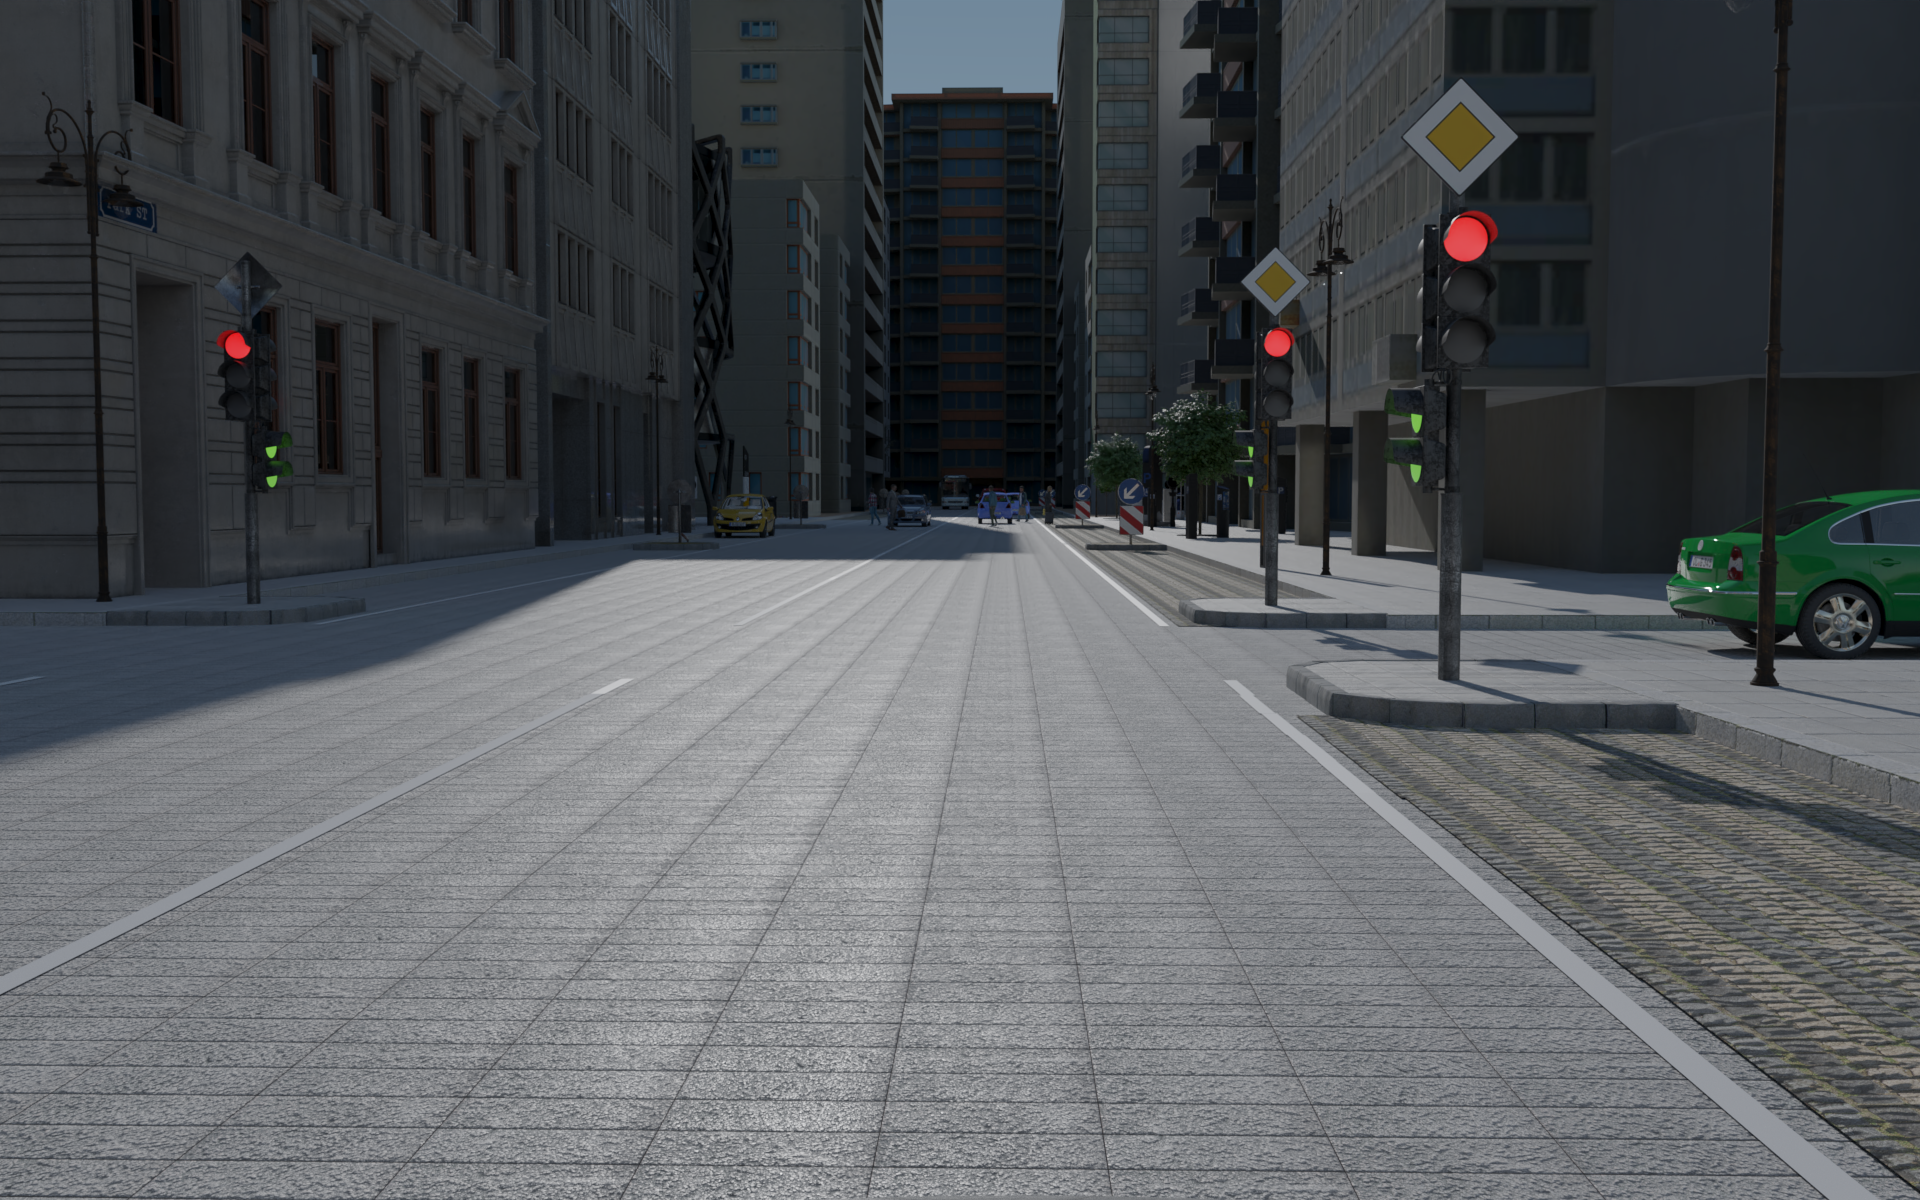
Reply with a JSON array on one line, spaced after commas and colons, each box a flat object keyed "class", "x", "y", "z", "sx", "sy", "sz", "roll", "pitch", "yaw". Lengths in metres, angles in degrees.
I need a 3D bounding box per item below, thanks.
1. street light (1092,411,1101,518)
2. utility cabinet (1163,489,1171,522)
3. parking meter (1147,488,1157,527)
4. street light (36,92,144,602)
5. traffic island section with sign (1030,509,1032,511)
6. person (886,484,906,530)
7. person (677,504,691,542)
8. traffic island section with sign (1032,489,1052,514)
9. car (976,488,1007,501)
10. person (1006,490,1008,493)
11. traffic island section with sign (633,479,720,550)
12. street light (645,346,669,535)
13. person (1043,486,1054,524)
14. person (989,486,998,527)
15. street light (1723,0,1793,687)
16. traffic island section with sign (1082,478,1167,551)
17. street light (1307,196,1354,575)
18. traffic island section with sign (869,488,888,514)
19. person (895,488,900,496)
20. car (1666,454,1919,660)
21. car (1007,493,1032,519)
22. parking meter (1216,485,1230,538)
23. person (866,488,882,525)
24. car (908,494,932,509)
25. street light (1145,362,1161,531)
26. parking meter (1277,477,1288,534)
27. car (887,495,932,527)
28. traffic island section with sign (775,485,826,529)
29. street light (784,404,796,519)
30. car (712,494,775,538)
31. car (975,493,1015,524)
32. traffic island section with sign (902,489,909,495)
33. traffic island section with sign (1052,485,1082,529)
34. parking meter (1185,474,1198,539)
[{"class": "street light", "x": 7.456, "y": -7.448, "z": 94.564, "sx": 0.468, "sy": 5.910, "sz": 1.993, "roll": 0, "pitch": 4, "yaw": 1}, {"class": "utility cabinet", "x": 8.515, "y": -3.815, "z": 71.061, "sx": 0.318, "sy": 1.500, "sz": 1.173, "roll": 0, "pitch": 4, "yaw": 5}, {"class": "parking meter", "x": 7.508, "y": -3.620, "z": 67.594, "sx": 0.372, "sy": 1.533, "sz": 0.369, "roll": 0, "pitch": 3, "yaw": 0}, {"class": "street light", "x": -10.208, "y": -2.917, "z": 20.482, "sx": 0.468, "sy": 5.910, "sz": 1.993, "roll": 0, "pitch": 4, "yaw": 1}, {"class": "traffic island section with sign", "x": 6.949, "y": -8.562, "z": 148.623, "sx": 1.989, "sy": 1.847, "sz": 2.006, "roll": 0, "pitch": 4, "yaw": 1}, {"class": "person", "x": -2.617, "y": -3.652, "z": 68.330, "sx": 0.853, "sy": 1.813, "sz": 0.709, "roll": 2, "pitch": 4, "yaw": 26}, {"class": "person", "x": -7.563, "y": -2.041, "z": 46.886, "sx": 0.505, "sy": 1.210, "sz": 0.382, "roll": -3, "pitch": 5, "yaw": -45}, {"class": "traffic island section with sign", "x": 6.243, "y": -6.914, "z": 121.677, "sx": 1.989, "sy": 1.847, "sz": 2.006, "roll": 0, "pitch": 4, "yaw": 1}, {"class": "car", "x": 2.161, "y": -6.273, "z": 111.233, "sx": 2.281, "sy": 1.827, "sz": 5.304, "roll": 0, "pitch": 4, "yaw": 0}, {"class": "person", "x": 4.028, "y": -8.548, "z": 148.284, "sx": 1.348, "sy": 1.821, "sz": 0.705, "roll": 2, "pitch": 4, "yaw": 34}, {"class": "traffic island section with sign", "x": -7.320, "y": -2.225, "z": 45.000, "sx": 1.989, "sy": 1.847, "sz": 2.006, "roll": 0, "pitch": 4, "yaw": 1}, {"class": "street light", "x": -9.447, "y": -4.975, "z": 54.121, "sx": 0.468, "sy": 5.910, "sz": 1.993, "roll": 0, "pitch": 4, "yaw": 1}, {"class": "person", "x": 4.172, "y": -4.486, "z": 82.067, "sx": 0.699, "sy": 1.804, "sz": 1.509, "roll": 1, "pitch": 4, "yaw": 11}, {"class": "person", "x": 1.432, "y": -4.054, "z": 75.129, "sx": 0.444, "sy": 1.785, "sz": 0.601, "roll": 3, "pitch": 5, "yaw": 42}, {"class": "street light", "x": 5.399, "y": -2.364, "z": 11.445, "sx": 0.468, "sy": 5.910, "sz": 1.993, "roll": 0, "pitch": 4, "yaw": 1}, {"class": "traffic island section with sign", "x": 4.241, "y": -2.197, "z": 44.547, "sx": 1.989, "sy": 1.847, "sz": 2.006, "roll": 0, "pitch": 4, "yaw": 1}, {"class": "street light", "x": 5.796, "y": -3.332, "z": 27.260, "sx": 0.468, "sy": 5.910, "sz": 1.993, "roll": 0, "pitch": 4, "yaw": 1}, {"class": "traffic island section with sign", "x": -5.319, "y": -6.933, "z": 121.985, "sx": 1.989, "sy": 1.847, "sz": 2.006, "roll": 0, "pitch": 4, "yaw": 1}, {"class": "person", "x": -4.428, "y": -6.828, "z": 120.151, "sx": 1.348, "sy": 1.823, "sz": 0.705, "roll": -1, "pitch": 4, "yaw": -12}, {"class": "car", "x": 8.959, "y": -0.420, "z": 15.657, "sx": 4.718, "sy": 1.807, "sz": 1.959, "roll": 0, "pitch": 4, "yaw": 2}, {"class": "car", "x": 3.229, "y": -5.600, "z": 101.150, "sx": 1.945, "sy": 1.707, "sz": 3.694, "roll": 0, "pitch": 4, "yaw": 3}, {"class": "parking meter", "x": 7.719, "y": -2.595, "z": 50.844, "sx": 0.372, "sy": 1.533, "sz": 0.369, "roll": 0, "pitch": 3, "yaw": 0}, {"class": "person", "x": -3.949, "y": -4.267, "z": 79.101, "sx": 0.643, "sy": 1.720, "sz": 0.563, "roll": 2, "pitch": 4, "yaw": 29}, {"class": "car", "x": -2.689, "y": -5.832, "z": 105.139, "sx": 2.009, "sy": 1.686, "sz": 4.222, "roll": 0, "pitch": 4, "yaw": 1}, {"class": "street light", "x": 6.742, "y": -5.376, "z": 60.688, "sx": 0.468, "sy": 5.910, "sz": 1.993, "roll": 0, "pitch": 4, "yaw": 1}, {"class": "parking meter", "x": 10.347, "y": -3.063, "z": 55.795, "sx": 0.399, "sy": 1.863, "sz": 0.255, "roll": 1, "pitch": 4, "yaw": 13}, {"class": "car", "x": -2.237, "y": -3.987, "z": 77.187, "sx": 2.014, "sy": 1.417, "sz": 4.499, "roll": 0, "pitch": 4, "yaw": 2}, {"class": "traffic island section with sign", "x": -6.609, "y": -3.884, "z": 72.139, "sx": 1.989, "sy": 1.847, "sz": 2.006, "roll": 0, "pitch": 4, "yaw": 1}, {"class": "street light", "x": -8.578, "y": -7.019, "z": 87.551, "sx": 0.468, "sy": 5.910, "sz": 1.993, "roll": 0, "pitch": 4, "yaw": 1}, {"class": "car", "x": -7.179, "y": -2.909, "z": 57.793, "sx": 2.015, "sy": 1.641, "sz": 3.980, "roll": 0, "pitch": 3, "yaw": 0}, {"class": "car", "x": 1.702, "y": -4.580, "z": 84.467, "sx": 1.945, "sy": 1.707, "sz": 3.694, "roll": 0, "pitch": 4, "yaw": 0}, {"class": "traffic island section with sign", "x": -4.631, "y": -8.581, "z": 148.931, "sx": 1.989, "sy": 1.847, "sz": 2.006, "roll": 0, "pitch": 4, "yaw": 1}, {"class": "traffic island section with sign", "x": 4.960, "y": -3.878, "z": 72.032, "sx": 1.989, "sy": 1.847, "sz": 2.006, "roll": 0, "pitch": 4, "yaw": 1}, {"class": "parking meter", "x": 6.614, "y": -2.676, "z": 49.468, "sx": 0.255, "sy": 1.863, "sz": 0.399, "roll": -1, "pitch": 4, "yaw": -9}]
